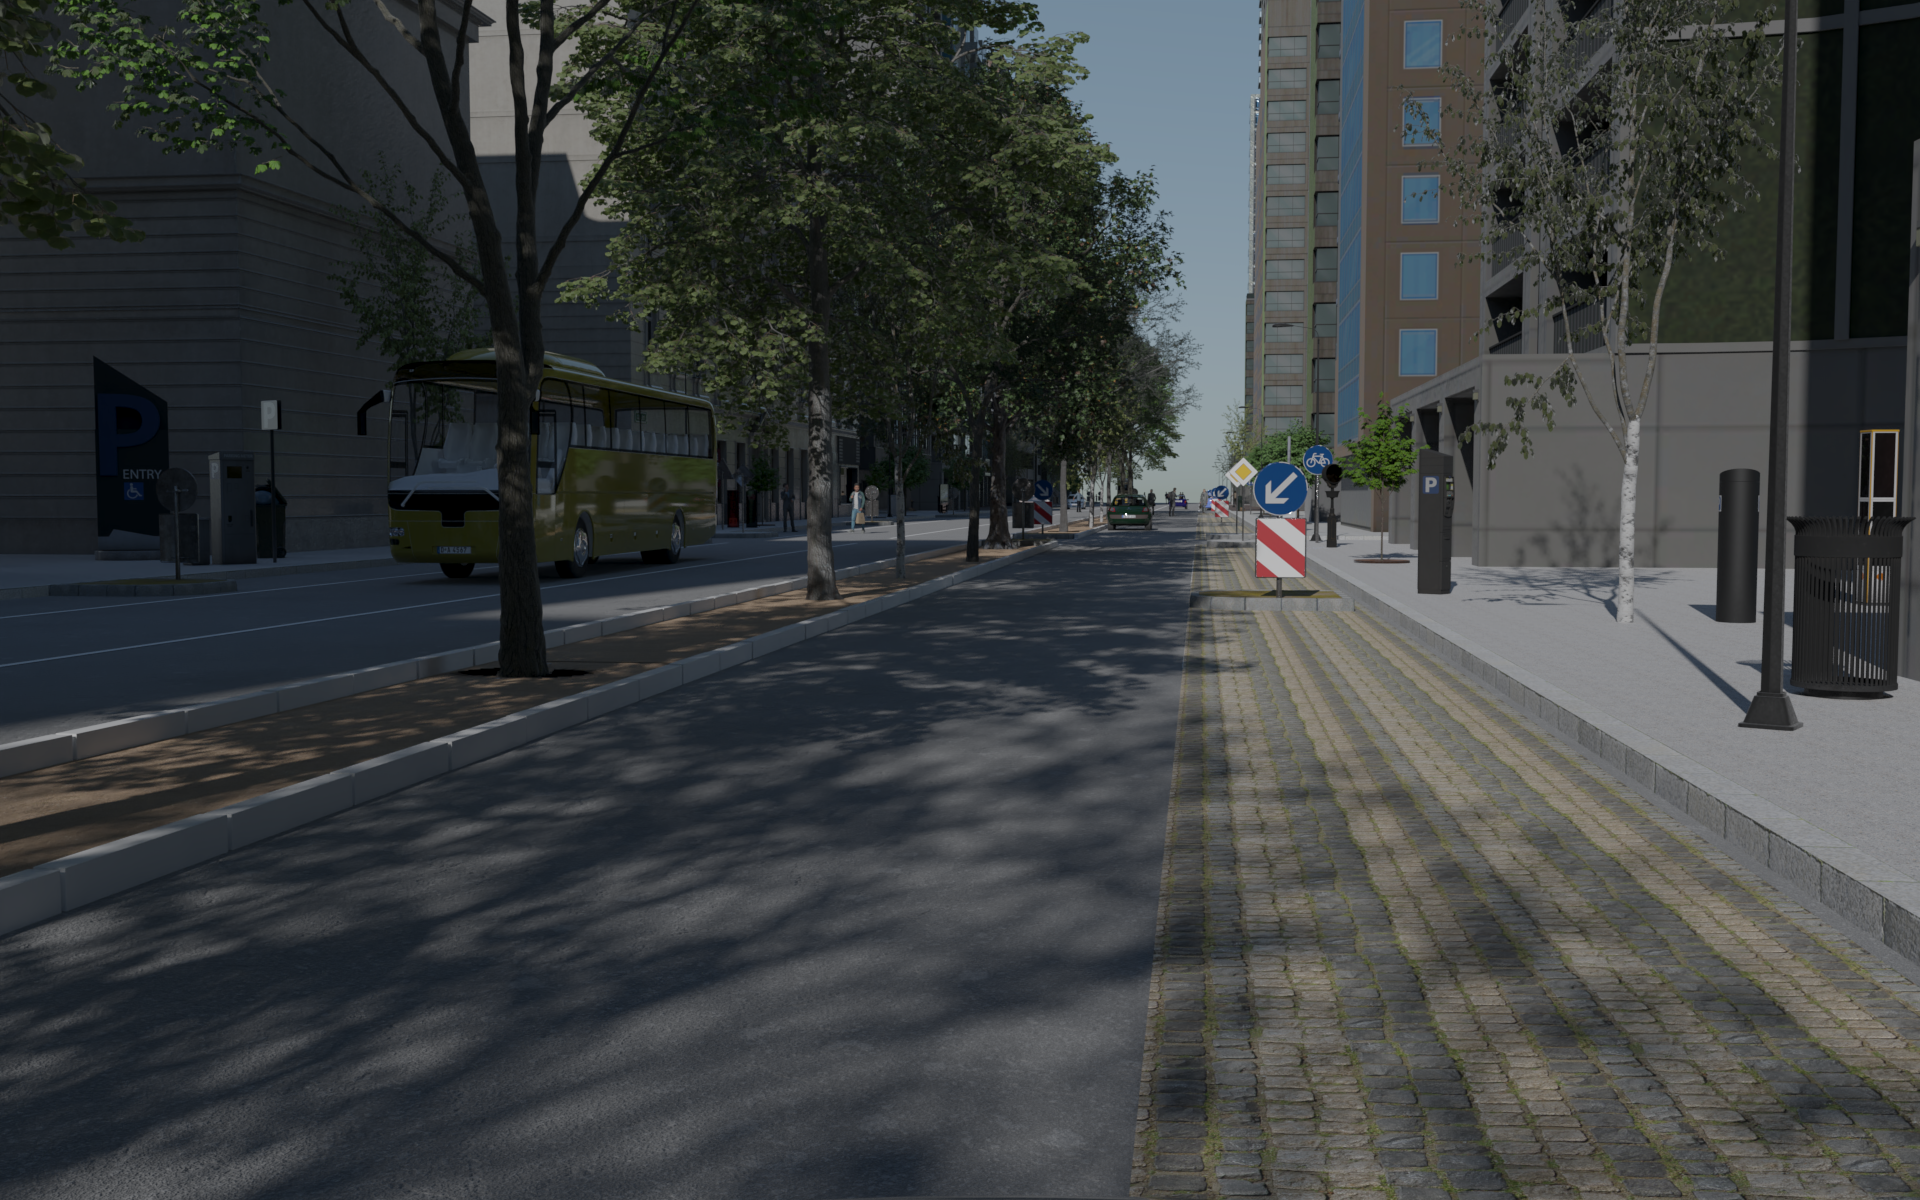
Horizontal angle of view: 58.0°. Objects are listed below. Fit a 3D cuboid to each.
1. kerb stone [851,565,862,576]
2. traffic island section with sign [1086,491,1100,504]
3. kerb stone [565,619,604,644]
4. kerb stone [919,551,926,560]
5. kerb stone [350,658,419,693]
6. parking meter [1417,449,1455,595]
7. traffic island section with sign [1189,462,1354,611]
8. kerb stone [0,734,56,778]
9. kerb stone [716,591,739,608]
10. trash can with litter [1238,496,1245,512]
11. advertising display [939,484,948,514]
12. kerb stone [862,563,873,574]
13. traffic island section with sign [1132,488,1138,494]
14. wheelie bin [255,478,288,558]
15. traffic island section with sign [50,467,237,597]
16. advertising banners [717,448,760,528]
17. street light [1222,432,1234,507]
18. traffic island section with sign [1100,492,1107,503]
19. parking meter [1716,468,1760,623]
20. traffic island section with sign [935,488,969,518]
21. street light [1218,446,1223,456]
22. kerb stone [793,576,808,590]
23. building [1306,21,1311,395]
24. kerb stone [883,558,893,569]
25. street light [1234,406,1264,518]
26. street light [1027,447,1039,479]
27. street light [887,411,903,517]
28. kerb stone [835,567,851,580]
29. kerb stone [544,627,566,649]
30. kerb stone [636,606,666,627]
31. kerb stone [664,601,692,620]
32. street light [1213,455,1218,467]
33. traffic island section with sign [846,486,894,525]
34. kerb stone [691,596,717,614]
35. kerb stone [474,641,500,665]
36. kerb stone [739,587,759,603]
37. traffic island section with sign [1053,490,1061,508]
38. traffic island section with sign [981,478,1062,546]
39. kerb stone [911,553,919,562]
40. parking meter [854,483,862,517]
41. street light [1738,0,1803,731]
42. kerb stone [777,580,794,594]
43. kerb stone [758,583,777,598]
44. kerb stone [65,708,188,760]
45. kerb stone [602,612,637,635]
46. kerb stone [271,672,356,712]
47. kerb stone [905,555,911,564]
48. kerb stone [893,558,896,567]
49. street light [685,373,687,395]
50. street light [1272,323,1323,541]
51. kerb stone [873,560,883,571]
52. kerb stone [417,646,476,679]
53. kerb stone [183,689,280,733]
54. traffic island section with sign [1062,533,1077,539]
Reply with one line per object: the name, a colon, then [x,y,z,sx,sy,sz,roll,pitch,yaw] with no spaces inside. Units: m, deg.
kerb stone: [-1.908,-0.479,30.082,0.120,0.150,1.000,0,4,8]
traffic island section with sign: [17.751,-14.015,237.774,1.989,1.847,2.006,0,4,8]
kerb stone: [-3.727,0.326,16.888,0.120,0.150,1.000,0,4,8]
kerb stone: [-0.913,-0.915,37.206,0.120,0.150,1.000,0,4,8]
kerb stone: [-4.306,0.573,12.830,0.120,0.150,1.000,0,4,8]
parking meter: [6.101,-1.008,22.197,0.399,1.863,0.255,3,5,43]
traffic island section with sign: [3.937,-0.822,22.067,1.989,1.847,2.006,0,4,8]
kerb stone: [-4.864,0.824,8.758,0.120,0.150,1.000,0,4,8]
kerb stone: [-3.026,0.016,21.959,0.120,0.150,1.000,0,4,8]
trash can with litter: [20.771,-7.109,127.619,0.624,1.170,1.055,-1,4,-10]
advertising display: [-1.077,-6.650,113.934,0.123,1.923,0.974,2,4,31]
kerb stone: [-1.761,-0.545,31.099,0.120,0.150,1.000,0,4,8]
traffic island section with sign: [13.037,-7.470,130.263,2.006,1.907,1.989,0,4,8]
wheelie bin: [-13.859,-1.642,34.749,0.693,1.594,0.980,-2,4,-23]
traffic island section with sign: [-11.708,-1.012,25.177,1.989,1.847,2.006,0,4,8]
advertising banners: [-8.628,-4.272,66.036,2.074,3.025,0.090,1,4,15]
street light: [20.529,-9.578,129.135,1.470,5.913,1.316,0,4,8]
traffic island section with sign: [21.452,-15.648,264.475,1.989,1.847,2.006,0,4,8]
parking meter: [7.781,-0.545,17.325,0.372,1.533,0.369,0,3,0]
traffic island section with sign: [-0.406,-6.001,106.748,1.989,1.847,2.006,0,4,8]
street light: [25.947,-11.917,167.390,1.470,5.913,1.316,0,4,8]
kerb stone: [-2.462,-0.230,26.012,0.120,0.150,1.000,0,4,8]
building: [33.419,-34.894,112.515,21.231,58.520,28.212,0,4,8]
kerb stone: [-1.483,-0.669,33.128,0.120,0.150,1.000,0,4,8]
street light: [15.382,-7.275,91.479,1.470,5.913,1.316,0,4,8]
street light: [7.202,-12.190,171.848,1.470,5.913,1.316,0,4,8]
street light: [-3.357,-7.542,95.846,1.470,5.913,1.316,0,4,8]
kerb stone: [-2.035,-0.420,29.067,0.120,0.150,1.000,0,4,8]
kerb stone: [-3.871,0.387,15.868,0.120,0.150,1.000,0,4,8]
kerb stone: [-3.456,0.200,18.923,0.120,0.150,1.000,0,4,8]
kerb stone: [-3.314,0.138,19.935,0.120,0.150,1.000,0,4,8]
street light: [31.060,-14.221,205.050,1.470,5.913,1.316,0,4,8]
traffic island section with sign: [-4.110,-4.368,80.048,1.989,1.847,2.006,0,4,8]
kerb stone: [-3.170,0.076,20.947,0.120,0.150,1.000,0,4,8]
kerb stone: [-4.009,0.451,14.855,0.120,0.150,1.000,0,4,8]
kerb stone: [-2.882,-0.046,22.971,0.120,0.150,1.000,0,4,8]
traffic island section with sign: [10.214,-10.688,183.372,1.989,1.847,2.006,0,4,8]
traffic island section with sign: [1.702,-2.468,48.496,2.006,1.907,1.989,0,4,8]
kerb stone: [-1.052,-0.856,36.193,0.120,0.150,1.000,0,4,8]
parking meter: [-5.187,-5.045,88.205,0.399,1.863,0.255,-1,4,-12]
street light: [3.937,-2.258,9.454,1.470,5.913,1.316,0,4,8]
kerb stone: [-2.606,-0.164,25.000,0.120,0.150,1.000,0,4,8]
kerb stone: [-2.745,-0.109,23.984,0.120,0.150,1.000,0,4,8]
kerb stone: [-4.717,0.760,9.769,0.120,0.150,1.000,0,4,8]
kerb stone: [-3.581,0.263,17.900,0.120,0.150,1.000,0,4,8]
kerb stone: [-4.434,0.635,11.808,0.120,0.150,1.000,0,4,8]
kerb stone: [-1.194,-0.793,35.168,0.120,0.150,1.000,0,4,8]
kerb stone: [-1.345,-0.731,34.141,0.120,0.150,1.000,0,4,8]
street light: [-8.595,-5.207,57.679,1.470,5.913,1.316,0,4,8]
street light: [9.165,-4.560,47.098,1.470,5.913,1.316,0,4,8]
kerb stone: [-1.628,-0.606,32.114,0.120,0.150,1.000,0,4,8]
kerb stone: [-4.158,0.511,13.843,0.120,0.150,1.000,0,4,8]
kerb stone: [-4.576,0.702,10.790,0.120,0.150,1.000,0,4,8]
traffic island section with sign: [2.729,-2.917,55.832,2.006,1.907,1.989,0,4,8]
